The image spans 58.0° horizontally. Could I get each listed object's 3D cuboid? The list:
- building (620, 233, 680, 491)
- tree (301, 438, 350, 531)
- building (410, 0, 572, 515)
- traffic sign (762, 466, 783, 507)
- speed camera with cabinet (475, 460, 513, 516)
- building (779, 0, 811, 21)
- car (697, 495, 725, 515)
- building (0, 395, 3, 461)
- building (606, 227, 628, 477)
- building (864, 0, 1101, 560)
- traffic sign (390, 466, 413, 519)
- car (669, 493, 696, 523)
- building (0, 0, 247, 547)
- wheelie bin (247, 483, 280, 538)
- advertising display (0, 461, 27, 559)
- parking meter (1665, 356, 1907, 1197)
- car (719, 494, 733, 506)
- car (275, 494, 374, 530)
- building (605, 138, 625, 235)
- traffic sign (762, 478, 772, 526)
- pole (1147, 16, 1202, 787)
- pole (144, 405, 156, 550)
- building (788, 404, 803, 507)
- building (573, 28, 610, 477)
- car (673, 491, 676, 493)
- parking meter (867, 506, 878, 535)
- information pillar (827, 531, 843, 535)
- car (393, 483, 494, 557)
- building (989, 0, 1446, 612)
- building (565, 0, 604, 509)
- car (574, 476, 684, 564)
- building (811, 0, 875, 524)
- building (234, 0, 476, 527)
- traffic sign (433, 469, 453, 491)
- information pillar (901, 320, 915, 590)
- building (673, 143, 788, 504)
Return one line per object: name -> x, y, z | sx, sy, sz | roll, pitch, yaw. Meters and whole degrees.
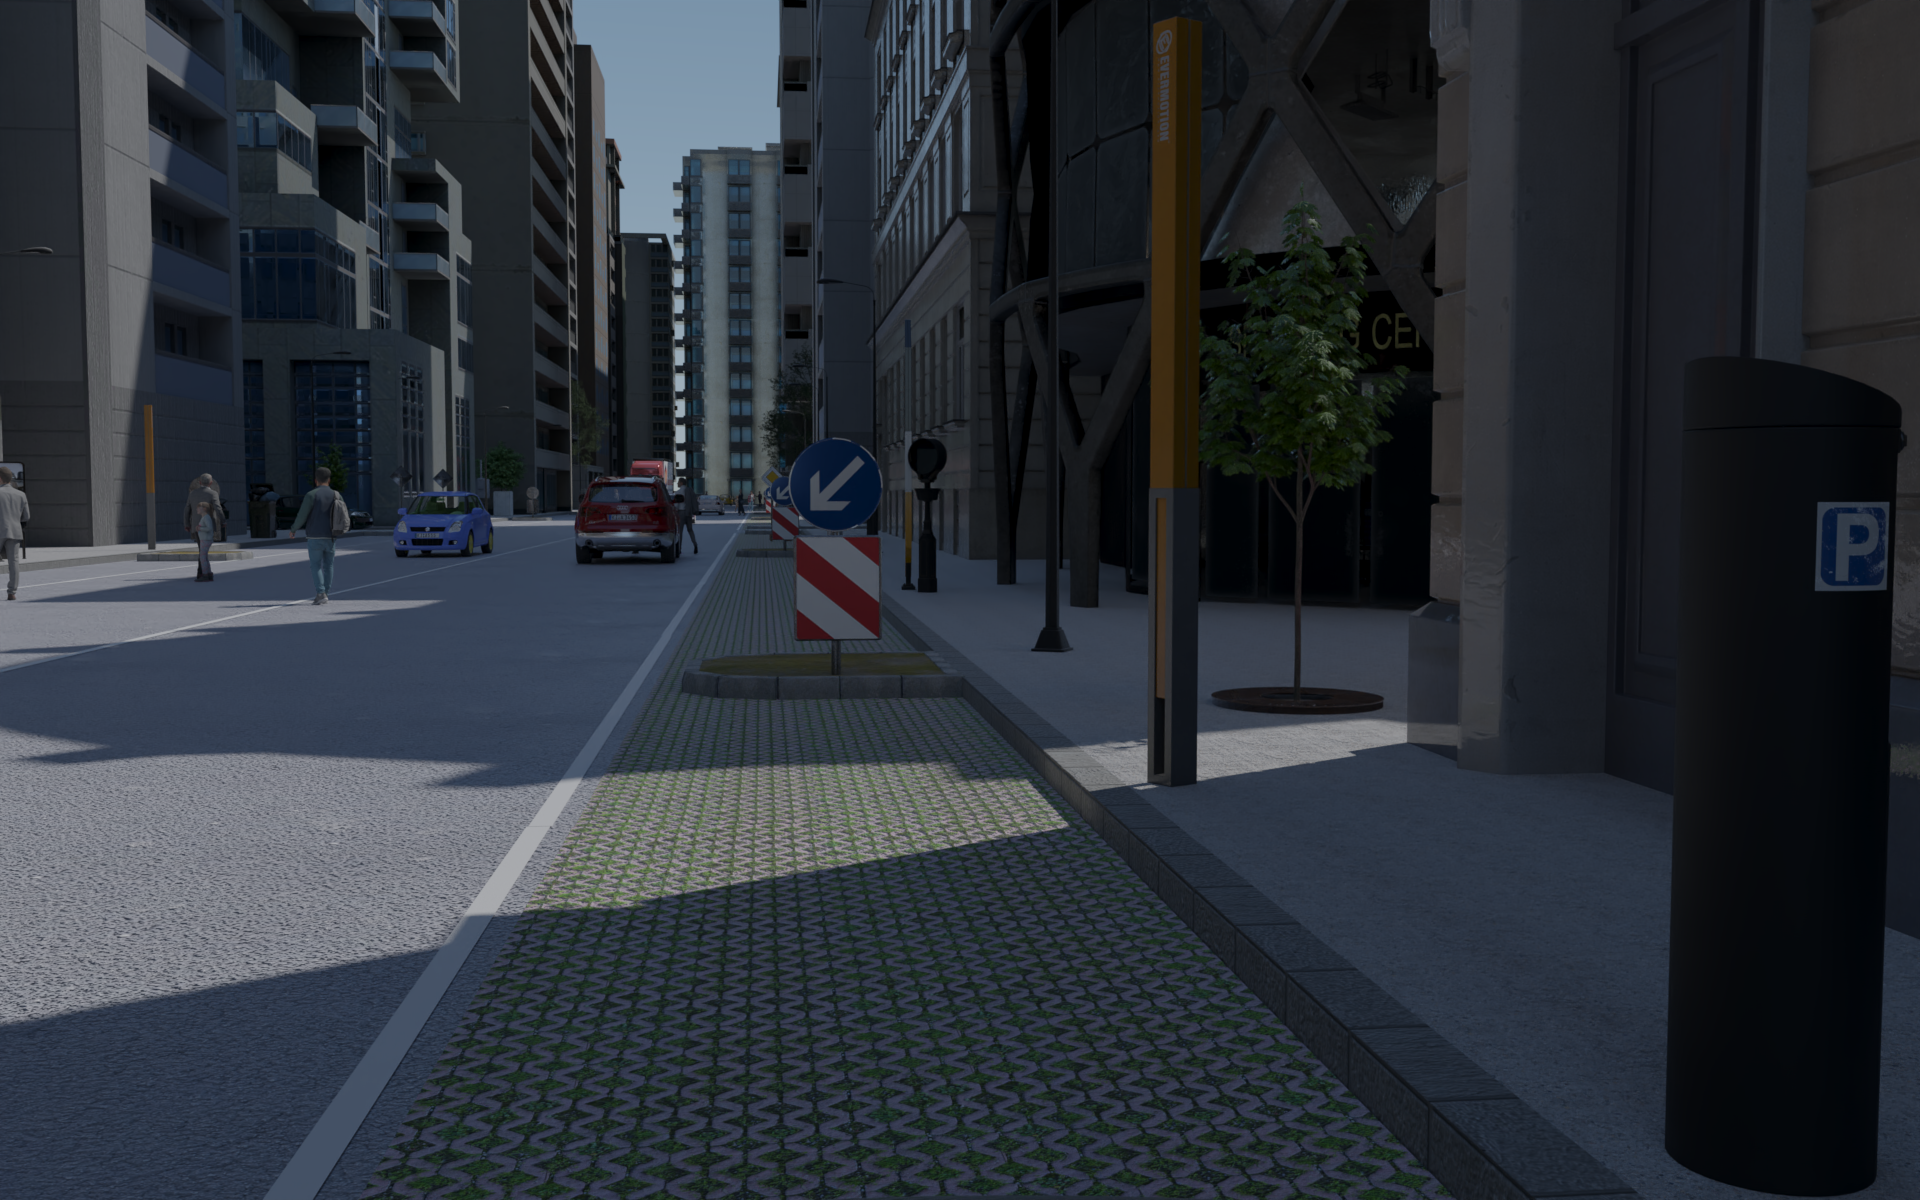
building -> -51.679, -33.544, 240.332 | 23.993, 40.220, 32.217 | 0, 4, -7
tree -> -21.568, -3.984, 59.743 | 1.663, 3.219, 1.824 | 0, 3, 0
building -> -38.009, -30.035, 114.770 | 21.300, 48.544, 21.600 | 0, 4, -7
traffic sign -> -6.707, -3.568, 61.980 | 0.795, 2.450, 0.064 | 0, 4, -7
speed camera with cabinet -> -26.895, -6.460, 99.964 | 2.038, 3.252, 0.660 | 0, 4, 4
building -> 0.496, -32.846, 126.273 | 28.713, 52.752, 27.495 | 0, 4, -7
car -> -17.037, -6.454, 117.887 | 2.083, 1.381, 4.827 | 0, 4, -5
building -> -26.997, -15.751, 29.233 | 14.160, 30.474, 14.107 | 0, 4, -7
building -> -43.214, -25.266, 184.795 | 14.160, 30.474, 14.107 | 0, 4, -7
building -> 5.772, -13.131, 47.982 | 16.112, 22.955, 30.059 | 0, 4, -7
traffic sign -> -19.520, -3.480, 60.539 | 0.795, 2.450, 0.064 | 0, 4, -7
car -> -13.693, -4.540, 83.269 | 2.155, 1.783, 4.494 | 0, 4, -5
building -> -36.000, -30.891, 47.075 | 28.212, 58.520, 21.231 | 0, 4, -7
wheelie bin -> -20.249, -2.593, 50.308 | 0.980, 1.594, 0.693 | 0, 4, -4
advertising display -> -18.848, -1.756, 33.932 | 0.974, 1.923, 0.123 | -2, 4, -35
parking meter -> 1.560, 0.313, 3.296 | 0.372, 1.533, 0.369 | 0, 3, 0
car -> -29.000, -12.457, 213.887 | 2.015, 1.641, 3.980 | 0, 4, -6
car -> -23.805, -3.297, 63.698 | 4.222, 1.686, 2.009 | 0, 4, -7
building -> -53.067, -33.675, 205.202 | 28.867, 44.769, 22.147 | 0, 4, -7
traffic sign -> -7.616, -4.053, 69.914 | 0.795, 2.450, 0.064 | 0, 4, -7
pole -> 0.940, -0.840, 7.581 | 0.158, 3.312, 0.155 | 0, 3, 0
pole -> -18.617, -2.811, 39.809 | 0.158, 3.312, 0.155 | 0, 3, 0
building -> -5.873, -33.254, 167.402 | 21.300, 48.544, 21.600 | 0, 4, -7
building -> -42.218, -31.781, 169.730 | 14.600, 45.320, 14.200 | 0, 4, -7
car -> -33.084, -11.864, 202.649 | 2.281, 1.827, 5.304 | 0, 4, -6
parking meter -> -2.375, -2.522, 46.938 | 0.255, 1.863, 0.399 | 1, 4, 9
information pillar -> -3.320, -2.536, 45.958 | 0.304, 2.012, 0.304 | 2, 4, 32
car -> -12.070, -1.894, 40.550 | 1.945, 1.707, 3.694 | 0, 4, -5
building -> 8.686, -9.574, 23.992 | 16.820, 18.784, 16.811 | 0, 4, -7
building -> -42.352, -43.620, 151.439 | 20.563, 71.187, 20.611 | 0, 4, -7
car -> -7.100, -1.750, 37.278 | 2.281, 1.827, 5.304 | 0, 4, -7
building -> 7.555, -32.848, 79.064 | 28.212, 58.520, 21.231 | 0, 4, -7
building -> -34.887, -46.901, 79.508 | 22.319, 86.520, 31.000 | 0, 4, -7
traffic sign -> -20.429, -3.965, 68.473 | 0.795, 2.450, 0.064 | 0, 4, -7
information pillar -> -0.692, -1.943, 23.115 | 0.183, 3.616, 0.504 | 0, 4, -2
building -> -23.816, -37.890, 239.115 | 30.456, 49.044, 23.786 | 0, 4, -7
